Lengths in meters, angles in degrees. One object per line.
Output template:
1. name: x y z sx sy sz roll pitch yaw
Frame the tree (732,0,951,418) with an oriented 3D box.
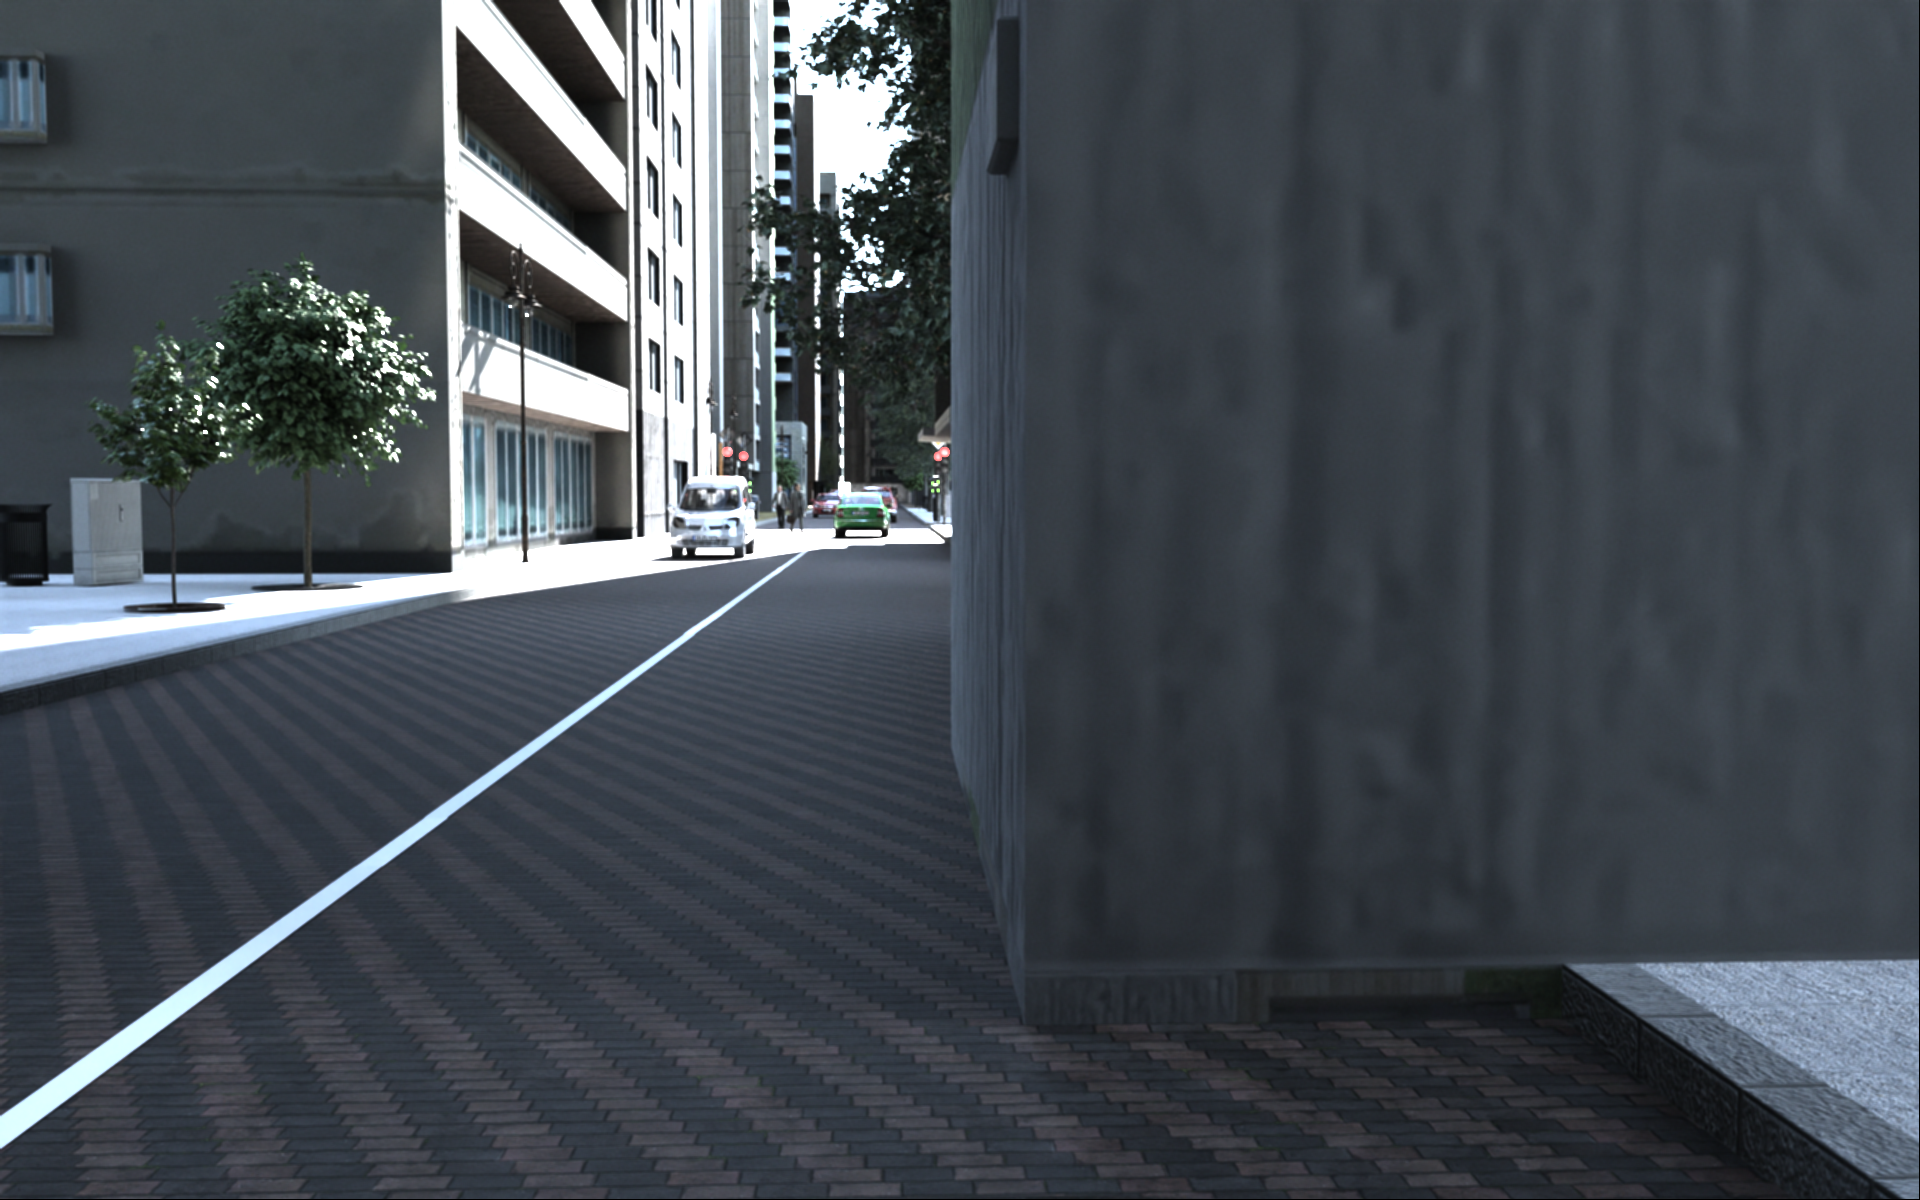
1. tree: 1.949 -6.623 25.292 9.611 12.733 9.660 0 3 0

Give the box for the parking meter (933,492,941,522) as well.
1. parking meter: -1.078 -4.436 80.935 0.372 1.533 0.369 0 3 0

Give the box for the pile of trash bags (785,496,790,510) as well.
1. pile of trash bags: -14.288 -7.918 139.209 1.912 1.369 3.447 2 4 26

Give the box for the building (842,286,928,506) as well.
1. building: -9.540 -28.885 243.976 14.107 30.474 14.160 0 4 -2

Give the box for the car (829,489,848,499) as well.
1. car: -9.806 -8.011 139.660 2.281 1.827 5.304 0 4 -4

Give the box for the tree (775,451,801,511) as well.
1. tree: -13.798 -9.070 132.001 4.285 4.588 4.351 0 3 0

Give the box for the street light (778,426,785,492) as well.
1. street light: -11.807 -8.695 114.950 0.468 5.910 1.993 0 4 -2

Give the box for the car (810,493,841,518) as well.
1. car: -8.094 -5.948 106.294 2.155 1.783 4.494 0 4 -3

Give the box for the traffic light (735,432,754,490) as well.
1. traffic light: -9.703 -5.452 78.059 0.839 4.253 0.868 0 4 -2

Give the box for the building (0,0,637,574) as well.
1. building: -19.313 -25.250 36.541 21.300 48.544 21.600 0 4 -2

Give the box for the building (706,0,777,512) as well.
1. building: -20.428 -26.764 121.192 14.154 41.232 14.086 0 4 -2

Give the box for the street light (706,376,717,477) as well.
1. street light: -9.808 -5.837 68.227 0.468 5.910 1.993 0 4 -2

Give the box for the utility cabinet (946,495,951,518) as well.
1. utility cabinet: -0.570 -5.026 93.343 0.306 1.237 1.020 0 4 3

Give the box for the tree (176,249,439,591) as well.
1. tree: -8.790 -2.424 23.346 4.285 4.588 4.351 0 3 0

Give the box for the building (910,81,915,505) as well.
1. building: 4.362 -41.167 215.080 21.231 58.520 28.212 0 4 -2

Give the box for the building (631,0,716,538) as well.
1. building: -19.868 -37.927 58.364 20.611 71.187 20.563 0 4 -2

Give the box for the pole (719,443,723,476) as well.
1. pole: -9.466 -4.574 68.630 0.158 3.312 0.155 0 3 0

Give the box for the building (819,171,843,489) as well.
1. building: -27.720 -38.088 246.437 21.600 48.544 21.300 0 4 -2

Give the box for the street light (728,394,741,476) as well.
1. street light: -10.193 -6.452 78.282 0.468 5.910 1.993 0 4 -2

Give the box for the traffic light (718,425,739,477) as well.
1. traffic light: -9.355 -4.964 70.082 0.839 4.253 0.868 0 4 -2

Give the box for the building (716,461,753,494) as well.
1. building: -27.927 -24.587 93.882 32.217 40.220 23.993 0 4 -2

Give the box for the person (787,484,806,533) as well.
1. person: -5.926 -3.336 63.150 0.694 1.812 0.767 -2 4 -31

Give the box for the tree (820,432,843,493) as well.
1. tree: -15.684 -15.392 202.021 4.737 8.622 4.395 0 3 0

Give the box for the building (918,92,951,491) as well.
1. building: 10.354 -35.666 172.377 28.713 52.752 27.495 0 4 -2

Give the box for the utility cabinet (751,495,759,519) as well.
1. utility cabinet: -10.830 -4.744 88.720 1.020 1.237 0.306 -2 4 -29

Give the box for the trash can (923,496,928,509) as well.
1. trash can: -2.828 -8.227 146.170 0.748 1.137 0.748 0 3 0

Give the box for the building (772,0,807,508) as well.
1. building: -25.825 -52.207 166.262 22.319 86.520 31.000 0 4 -2

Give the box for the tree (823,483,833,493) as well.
1. tree: -17.727 -14.435 230.605 1.663 3.219 1.824 0 3 0

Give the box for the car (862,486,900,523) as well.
1. car: -4.217 -4.863 88.187 2.281 1.827 5.304 0 4 -2

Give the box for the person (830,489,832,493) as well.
1. person: -9.236 -7.082 124.690 0.834 1.777 0.661 -1 4 -23

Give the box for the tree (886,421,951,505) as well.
1. tree: -3.410 -14.173 149.853 7.486 12.596 7.792 0 3 0

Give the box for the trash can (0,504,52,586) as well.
1. trash can: -13.112 -0.770 24.242 0.748 1.137 0.748 0 3 0

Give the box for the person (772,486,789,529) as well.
1. person: -7.337 -3.780 70.709 0.661 1.777 0.834 0 4 -3

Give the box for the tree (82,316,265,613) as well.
1. tree: -8.817 -1.496 19.060 1.663 3.219 1.824 0 3 0

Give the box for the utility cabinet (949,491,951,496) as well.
1. utility cabinet: -0.288 -6.561 115.958 1.173 1.500 0.318 2 4 23

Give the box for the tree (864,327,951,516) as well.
1. tree: -1.984 -13.166 121.922 9.857 13.997 8.962 0 3 0

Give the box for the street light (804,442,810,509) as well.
1. street light: -13.344 -10.929 151.483 0.468 5.910 1.993 0 4 -2

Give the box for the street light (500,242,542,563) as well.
1. street light: -8.083 -3.624 32.037 0.468 5.910 1.993 0 4 -2

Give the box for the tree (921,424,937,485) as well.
1. tree: -1.902 -11.041 130.887 4.737 8.622 4.395 0 3 0

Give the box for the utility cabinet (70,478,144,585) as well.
1. utility cabinet: -12.049 -0.968 24.509 0.318 1.500 1.173 0 4 7

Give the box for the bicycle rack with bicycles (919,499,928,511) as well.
1. bicycle rack with bicycles: -1.785 -6.995 127.749 2.852 0.926 2.925 -2 4 -28

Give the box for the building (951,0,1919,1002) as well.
1. building: 6.886 -19.997 10.539 14.154 41.232 14.086 0 4 -2

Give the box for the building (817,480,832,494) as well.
1. building: -30.877 -34.377 216.694 28.867 44.769 22.147 0 4 -2

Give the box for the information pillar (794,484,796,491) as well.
1. information pillar: -11.559 -7.207 122.326 0.304 2.012 0.304 1 4 8

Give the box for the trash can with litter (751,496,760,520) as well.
1. trash can with litter: -10.326 -4.600 86.595 0.624 1.170 1.055 0 4 -1

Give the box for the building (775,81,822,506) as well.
1. building: -22.579 -33.035 190.240 14.600 45.320 14.200 0 4 -2

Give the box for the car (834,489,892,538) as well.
1. car: -3.269 -3.029 58.328 1.959 1.807 4.718 0 4 -1

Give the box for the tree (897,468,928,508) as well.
1. tree: -4.082 -10.617 157.308 4.285 4.588 4.351 0 3 0

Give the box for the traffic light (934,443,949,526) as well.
1. traffic light: -0.652 -4.988 70.476 0.839 4.253 0.868 0 4 -2

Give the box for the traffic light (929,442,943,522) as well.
1. traffic light: -1.001 -5.476 78.453 0.839 4.253 0.868 0 4 -2

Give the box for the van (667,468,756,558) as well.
1. van: -5.674 -2.016 39.979 2.013 2.044 4.112 0 4 -2
